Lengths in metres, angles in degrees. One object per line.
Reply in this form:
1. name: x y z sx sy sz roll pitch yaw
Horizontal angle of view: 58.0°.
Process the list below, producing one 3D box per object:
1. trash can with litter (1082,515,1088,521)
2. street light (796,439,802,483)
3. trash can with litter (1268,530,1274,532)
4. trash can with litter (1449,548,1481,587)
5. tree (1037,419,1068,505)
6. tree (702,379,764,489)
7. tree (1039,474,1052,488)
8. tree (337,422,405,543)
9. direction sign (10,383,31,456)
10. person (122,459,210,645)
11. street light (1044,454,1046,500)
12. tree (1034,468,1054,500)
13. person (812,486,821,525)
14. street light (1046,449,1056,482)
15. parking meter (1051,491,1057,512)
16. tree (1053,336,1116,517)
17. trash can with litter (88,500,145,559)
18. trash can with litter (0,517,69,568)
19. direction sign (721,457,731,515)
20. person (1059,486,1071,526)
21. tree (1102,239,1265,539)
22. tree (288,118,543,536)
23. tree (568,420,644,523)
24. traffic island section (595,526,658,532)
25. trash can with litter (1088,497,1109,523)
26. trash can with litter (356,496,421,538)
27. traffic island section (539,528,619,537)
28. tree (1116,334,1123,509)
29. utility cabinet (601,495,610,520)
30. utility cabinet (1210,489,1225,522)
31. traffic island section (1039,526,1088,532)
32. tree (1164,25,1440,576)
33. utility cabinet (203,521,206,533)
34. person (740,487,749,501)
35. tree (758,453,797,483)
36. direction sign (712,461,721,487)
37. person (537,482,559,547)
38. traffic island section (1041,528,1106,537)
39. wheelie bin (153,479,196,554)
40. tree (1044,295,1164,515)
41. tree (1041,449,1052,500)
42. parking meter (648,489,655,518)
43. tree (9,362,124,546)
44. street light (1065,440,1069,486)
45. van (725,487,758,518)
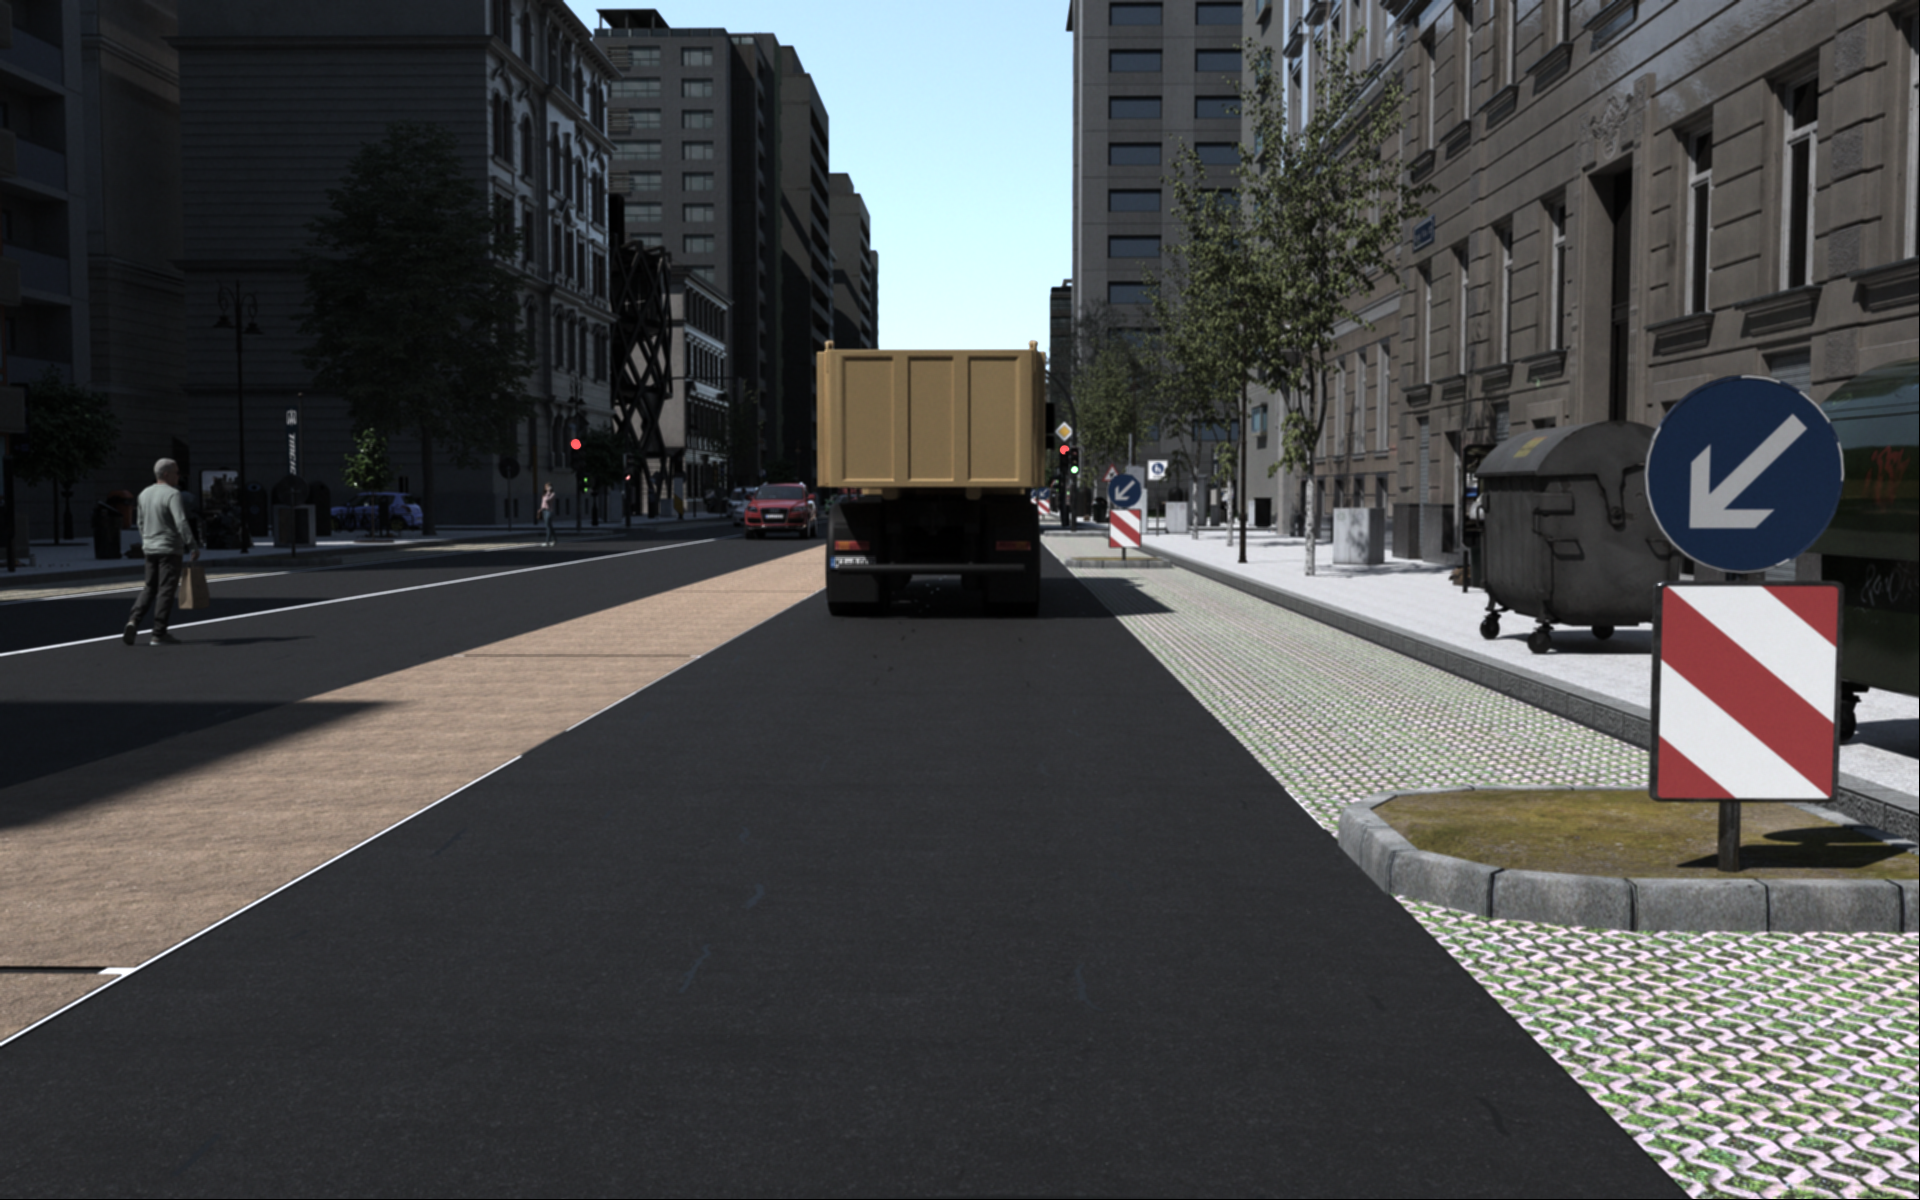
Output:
1. trash can with litter: 6.248 -4.287 81.487 1.055 1.170 0.624 1 4 12
2. street light: -13.436 -10.480 144.127 0.468 5.910 1.993 0 4 1
3. trash can with litter: 11.122 -2.892 58.336 1.678 1.210 2.233 -1 4 -14
4. trash can with litter: 7.132 -0.770 23.978 0.624 1.170 1.055 -1 4 -16
5. tree: 9.316 -17.187 206.761 9.928 11.665 9.643 0 3 0
6. tree: -14.479 -9.816 110.848 4.737 8.622 4.395 0 3 0
7. tree: 8.365 -10.575 167.502 1.663 3.219 1.824 0 3 0
8. tree: -15.466 -3.139 45.923 1.663 3.219 1.824 0 3 0
9. direction sign: -19.433 -2.652 35.357 0.876 3.537 0.379 -1 4 -12
10. person: -7.505 -0.452 16.379 0.782 1.767 0.515 2 4 24
11. street light: 8.026 -11.725 164.488 0.468 5.910 1.993 0 4 1
12. tree: 8.260 -11.956 179.195 4.285 4.588 4.351 0 3 0
13. person: -6.673 -4.300 79.165 0.624 1.780 0.694 -2 4 -29
14. street light: 7.543 -10.314 141.423 0.468 5.910 1.993 0 4 1
15. parking meter: 6.687 -7.020 123.194 0.372 1.533 0.369 0 3 0
16. tree: 6.666 -7.810 78.053 4.737 8.622 4.395 0 3 0
17. trash can with litter: -16.636 -1.401 34.287 1.055 1.170 0.624 -3 5 -39
18. trash can with litter: -17.135 -1.212 30.876 2.233 1.210 1.678 3 4 37
19. direction sign: -14.075 -6.939 105.448 0.379 3.537 0.876 0 4 4
20. person: 4.259 -3.731 69.924 0.576 1.772 0.534 -1 4 -18
21. tree: 6.456 -6.033 49.004 4.360 8.622 3.978 0 3 0
22. tree: -16.855 -8.258 53.154 7.486 12.596 7.792 0 3 0
23. tree: -15.732 -5.694 76.815 4.285 4.588 4.351 0 3 0
24. traffic island section: -12.936 -2.762 67.437 2.009 0.180 2.903 0 4 1
25. trash can with litter: 6.311 -3.955 76.059 0.624 1.170 1.055 3 5 43
26. trash can with litter: -17.110 -2.460 51.275 1.678 1.210 2.233 -3 5 -41
27. traffic island section: -13.094 -2.274 59.453 2.009 0.180 2.903 0 4 1
28. tree: 6.396 -5.625 42.326 4.737 8.622 4.395 0 3 0
29. utility cabinet: -17.452 -4.546 85.488 0.306 1.237 1.020 0 4 0
30. utility cabinet: 11.529 -4.210 77.513 0.318 1.500 1.173 2 4 28
31. traffic island section: 4.052 -2.741 67.099 2.009 0.180 2.903 0 4 1
32. tree: 5.257 -4.686 26.977 4.737 8.622 4.395 0 3 0
33. utility cabinet: -23.631 -2.827 54.899 0.318 1.500 1.173 0 4 -3
34. person: -11.594 -5.213 93.991 0.793 1.790 0.793 0 4 -4
35. tree: -14.639 -9.523 139.412 4.285 4.588 4.351 0 3 0
36. direction sign: -16.598 -7.771 119.052 0.876 3.537 0.379 -2 4 -32
37. person: -11.255 -2.350 47.519 0.643 1.750 0.593 -3 5 -41
38. traffic island section: 3.894 -2.253 59.115 2.009 0.180 2.903 0 4 1
39. wheelie bin: -16.777 -1.771 36.864 0.980 1.594 0.693 -1 4 -11
40. tree: 8.010 -11.985 106.323 12.009 13.543 11.850 0 3 0
41. tree: 7.560 -8.773 93.794 4.737 8.622 4.395 0 3 0
42. parking meter: -16.268 -5.069 91.288 0.372 1.533 0.369 0 3 0
43. tree: -22.693 -3.638 43.193 4.285 4.588 4.351 0 3 0
44. street light: 6.972 -8.697 114.990 0.468 5.910 1.993 0 4 1
45. van: -12.136 -5.548 97.713 2.013 2.044 4.112 0 4 1
